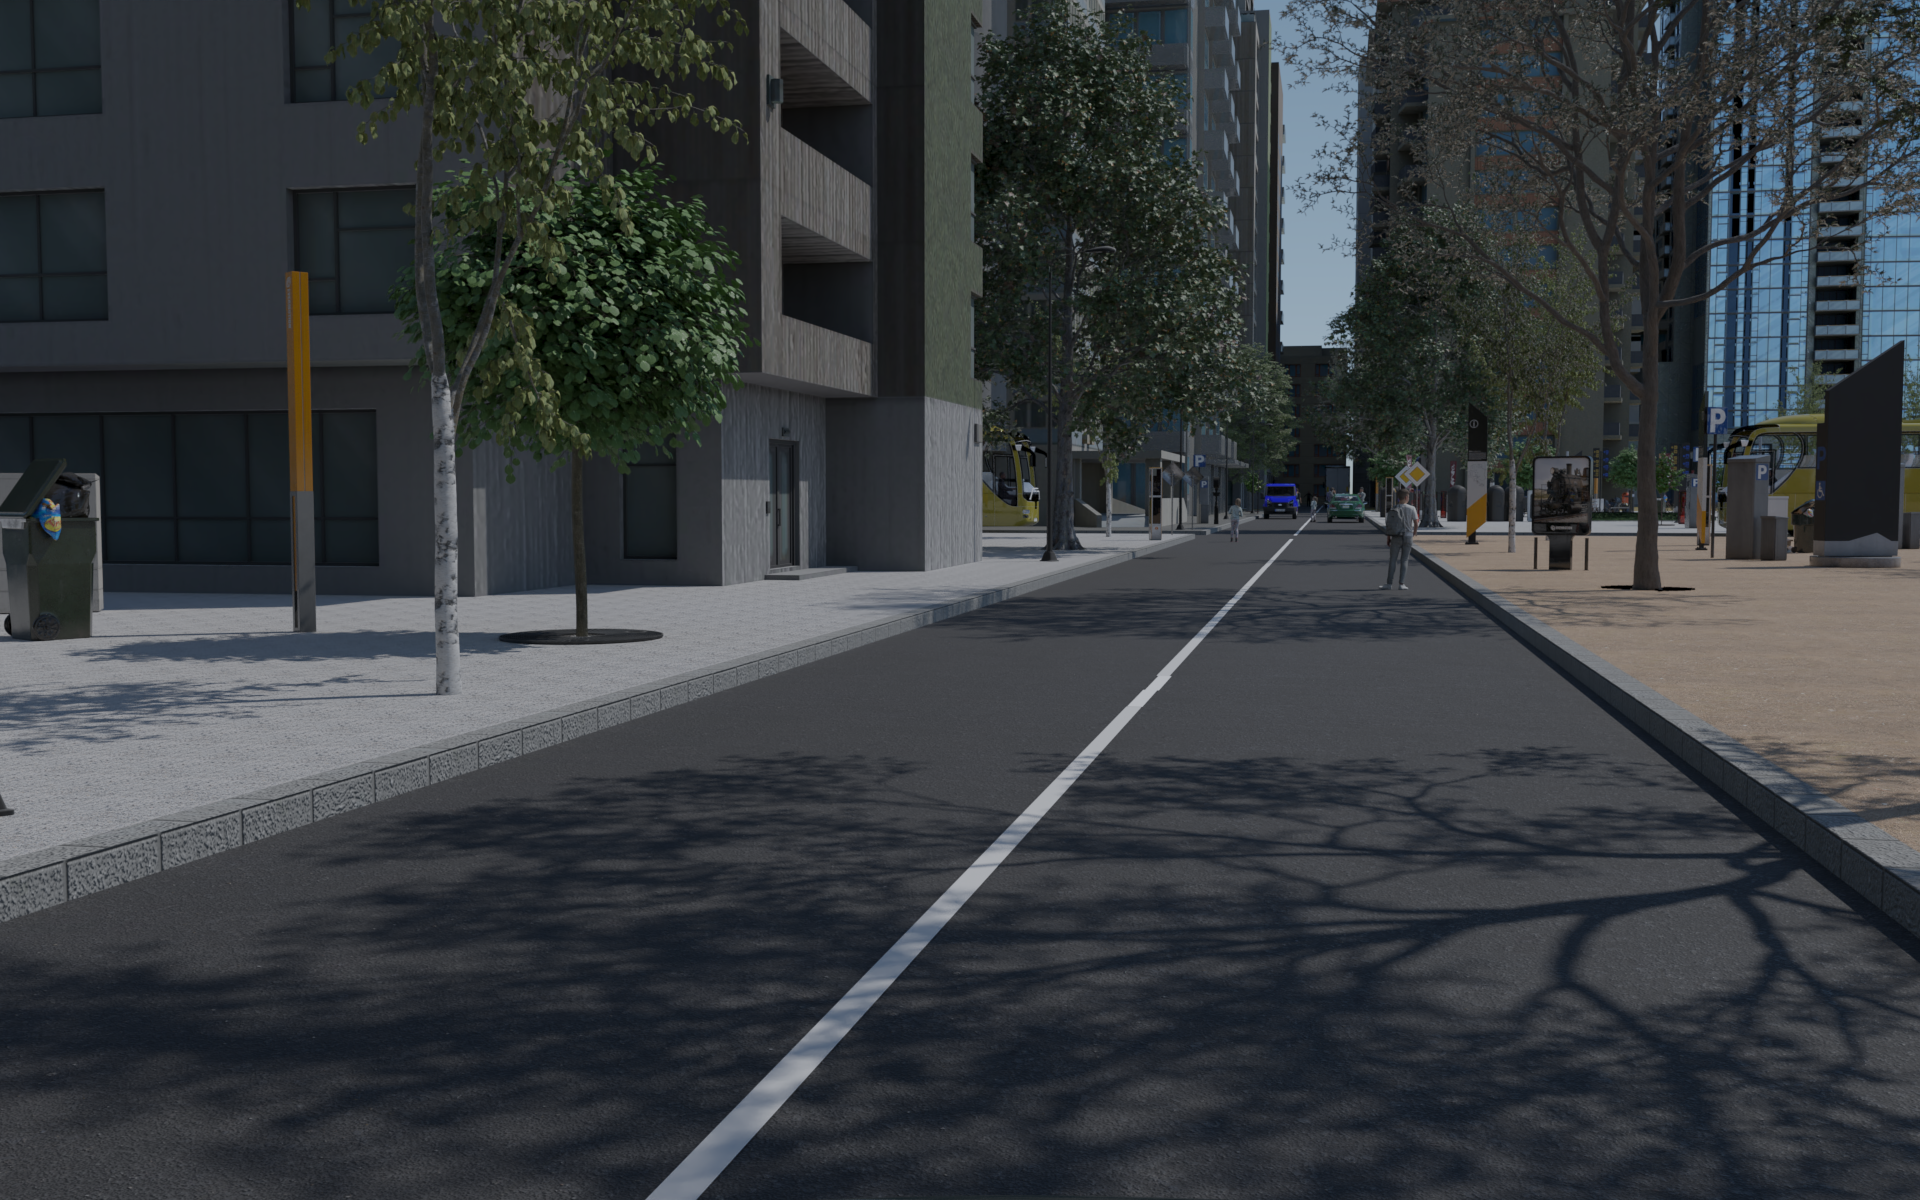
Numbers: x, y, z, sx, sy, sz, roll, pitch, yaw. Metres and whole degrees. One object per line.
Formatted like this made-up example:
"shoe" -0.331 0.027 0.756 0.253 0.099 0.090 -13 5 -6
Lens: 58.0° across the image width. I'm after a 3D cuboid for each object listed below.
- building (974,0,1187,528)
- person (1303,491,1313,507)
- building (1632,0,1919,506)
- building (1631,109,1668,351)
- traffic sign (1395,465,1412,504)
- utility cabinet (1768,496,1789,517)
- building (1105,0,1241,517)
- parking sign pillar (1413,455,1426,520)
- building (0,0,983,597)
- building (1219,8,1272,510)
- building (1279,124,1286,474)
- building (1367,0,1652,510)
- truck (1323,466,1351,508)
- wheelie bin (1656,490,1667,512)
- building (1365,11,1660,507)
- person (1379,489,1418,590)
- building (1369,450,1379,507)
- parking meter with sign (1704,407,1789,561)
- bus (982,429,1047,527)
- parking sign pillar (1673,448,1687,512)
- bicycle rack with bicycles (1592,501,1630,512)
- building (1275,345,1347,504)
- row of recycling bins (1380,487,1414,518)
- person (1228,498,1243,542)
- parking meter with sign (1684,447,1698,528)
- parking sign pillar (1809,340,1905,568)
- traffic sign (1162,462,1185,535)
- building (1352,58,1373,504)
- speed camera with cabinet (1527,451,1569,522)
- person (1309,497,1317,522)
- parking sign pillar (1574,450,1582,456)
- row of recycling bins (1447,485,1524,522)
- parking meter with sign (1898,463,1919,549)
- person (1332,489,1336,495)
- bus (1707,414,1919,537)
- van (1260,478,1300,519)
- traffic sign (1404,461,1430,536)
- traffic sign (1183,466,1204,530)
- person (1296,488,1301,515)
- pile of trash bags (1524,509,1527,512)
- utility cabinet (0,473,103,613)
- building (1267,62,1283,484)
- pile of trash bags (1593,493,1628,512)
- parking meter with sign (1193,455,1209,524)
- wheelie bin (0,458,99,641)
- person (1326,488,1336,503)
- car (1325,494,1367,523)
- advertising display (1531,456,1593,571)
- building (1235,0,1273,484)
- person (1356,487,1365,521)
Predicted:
"building" -6.648 -23.491 75.965 32.217 40.220 23.993 1 4 12
"person" 39.889 -11.589 198.121 1.348 1.807 0.705 0 4 -1
"building" 89.970 -53.430 186.253 31.000 86.520 22.319 1 4 12
"building" 90.627 -36.274 216.776 21.600 48.544 21.300 1 4 12
"traffic sign" 15.551 -3.471 60.401 0.795 2.450 0.064 1 4 12
"utility cabinet" 21.577 -2.136 46.080 1.020 1.237 0.306 -2 4 -30
"building" 5.937 -29.929 108.955 23.786 49.044 30.456 1 4 12
"parking sign pillar" 23.544 -6.079 87.869 1.447 3.967 1.447 -3 5 -43
"building" -7.882 -15.622 27.123 14.160 30.474 14.107 1 4 12
"building" 18.224 -28.125 143.433 14.154 41.232 14.086 1 4 12
"building" 21.848 -35.508 200.167 30.456 49.044 23.786 1 4 12
"building" 46.917 -30.326 150.451 22.147 44.769 28.867 1 4 12
"truck" 38.703 -11.556 177.850 2.839 4.237 11.283 1 4 12
"wheelie bin" 34.663 -4.780 86.059 0.980 1.594 0.693 3 4 36
"building" 59.250 -36.801 190.937 28.713 52.752 27.495 1 4 12
"person" 6.575 -0.909 25.961 0.503 1.515 0.523 -1 4 -16
"building" 48.181 -24.530 172.759 14.160 30.474 14.107 1 4 12
"parking meter with sign" 15.442 -2.306 33.957 0.543 3.016 1.738 -1 4 -23
"bus" -3.124 -4.214 60.442 12.252 3.916 2.896 1 4 13
"parking sign pillar" 42.203 -6.911 101.464 1.447 3.967 1.447 1 4 10
"bicycle rack with bicycles" 32.323 -4.531 87.456 2.925 0.926 2.852 -3 4 -37
"building" 37.022 -23.689 232.352 28.899 21.520 27.650 1 4 12
"row of recycling bins" 24.383 -5.406 95.497 3.534 1.692 1.069 -3 5 -40
"person" 8.234 -2.392 51.883 0.425 1.301 0.394 0 4 -6
"parking meter with sign" 27.501 -4.193 64.819 0.543 3.016 1.738 1 4 11
"parking sign pillar" 15.846 -2.574 30.554 1.447 3.967 1.447 0 4 1
"traffic sign" 6.642 -3.090 54.169 0.795 2.450 0.064 1 4 12
"building" 65.345 -41.626 222.591 28.212 58.520 21.231 1 4 12
"speed camera with cabinet" 27.391 -5.257 80.285 2.038 3.252 0.660 1 4 20
"person" 17.903 -4.592 87.862 0.394 1.301 0.425 3 4 37
"parking sign pillar" 37.604 -7.235 106.762 1.447 3.967 1.447 0 4 -6
"row of recycling bins" 24.449 -4.488 80.497 3.534 1.692 1.069 0 4 -4
"parking meter with sign" 21.477 -2.680 40.078 1.738 3.016 0.543 -1 4 -22
"person" 28.259 -7.463 130.765 0.600 1.795 0.529 0 4 -2
"bus" 29.581 -3.754 52.927 12.252 3.916 2.896 1 4 12
"van" 18.621 -5.881 100.530 2.240 2.365 5.245 1 4 11
"traffic sign" 13.866 -2.994 52.595 0.795 2.450 0.064 1 4 12
"traffic sign" 8.327 -3.568 61.975 0.795 2.450 0.064 1 4 12
"person" 22.824 -6.642 117.187 0.616 1.811 0.778 0 4 -7
"pile of trash bags" 40.440 -6.842 121.627 1.912 1.369 3.447 1 4 19
"utility cabinet" -9.924 -0.611 18.671 1.173 1.500 0.318 -1 4 -19
"building" 25.820 -32.307 178.324 14.600 45.320 14.200 1 4 12
"pile of trash bags" 45.017 -6.730 119.781 1.912 1.369 3.447 -2 4 -24
"parking meter with sign" 10.597 -4.862 75.757 0.543 3.016 1.738 0 4 -1
"wheelie bin" -8.104 -0.459 15.419 0.980 1.594 0.693 3 5 40
"person" 21.331 -5.555 99.513 0.473 1.802 0.592 0 4 -3
"car" 19.543 -4.644 87.734 2.131 1.459 4.920 1 4 12
"advertising display" 10.171 -1.472 29.283 0.974 1.923 0.123 3 4 35
"building" 18.740 -44.151 160.121 20.563 71.187 20.611 1 4 12
"person" 21.450 -5.146 92.811 0.511 1.800 0.466 3 4 36
